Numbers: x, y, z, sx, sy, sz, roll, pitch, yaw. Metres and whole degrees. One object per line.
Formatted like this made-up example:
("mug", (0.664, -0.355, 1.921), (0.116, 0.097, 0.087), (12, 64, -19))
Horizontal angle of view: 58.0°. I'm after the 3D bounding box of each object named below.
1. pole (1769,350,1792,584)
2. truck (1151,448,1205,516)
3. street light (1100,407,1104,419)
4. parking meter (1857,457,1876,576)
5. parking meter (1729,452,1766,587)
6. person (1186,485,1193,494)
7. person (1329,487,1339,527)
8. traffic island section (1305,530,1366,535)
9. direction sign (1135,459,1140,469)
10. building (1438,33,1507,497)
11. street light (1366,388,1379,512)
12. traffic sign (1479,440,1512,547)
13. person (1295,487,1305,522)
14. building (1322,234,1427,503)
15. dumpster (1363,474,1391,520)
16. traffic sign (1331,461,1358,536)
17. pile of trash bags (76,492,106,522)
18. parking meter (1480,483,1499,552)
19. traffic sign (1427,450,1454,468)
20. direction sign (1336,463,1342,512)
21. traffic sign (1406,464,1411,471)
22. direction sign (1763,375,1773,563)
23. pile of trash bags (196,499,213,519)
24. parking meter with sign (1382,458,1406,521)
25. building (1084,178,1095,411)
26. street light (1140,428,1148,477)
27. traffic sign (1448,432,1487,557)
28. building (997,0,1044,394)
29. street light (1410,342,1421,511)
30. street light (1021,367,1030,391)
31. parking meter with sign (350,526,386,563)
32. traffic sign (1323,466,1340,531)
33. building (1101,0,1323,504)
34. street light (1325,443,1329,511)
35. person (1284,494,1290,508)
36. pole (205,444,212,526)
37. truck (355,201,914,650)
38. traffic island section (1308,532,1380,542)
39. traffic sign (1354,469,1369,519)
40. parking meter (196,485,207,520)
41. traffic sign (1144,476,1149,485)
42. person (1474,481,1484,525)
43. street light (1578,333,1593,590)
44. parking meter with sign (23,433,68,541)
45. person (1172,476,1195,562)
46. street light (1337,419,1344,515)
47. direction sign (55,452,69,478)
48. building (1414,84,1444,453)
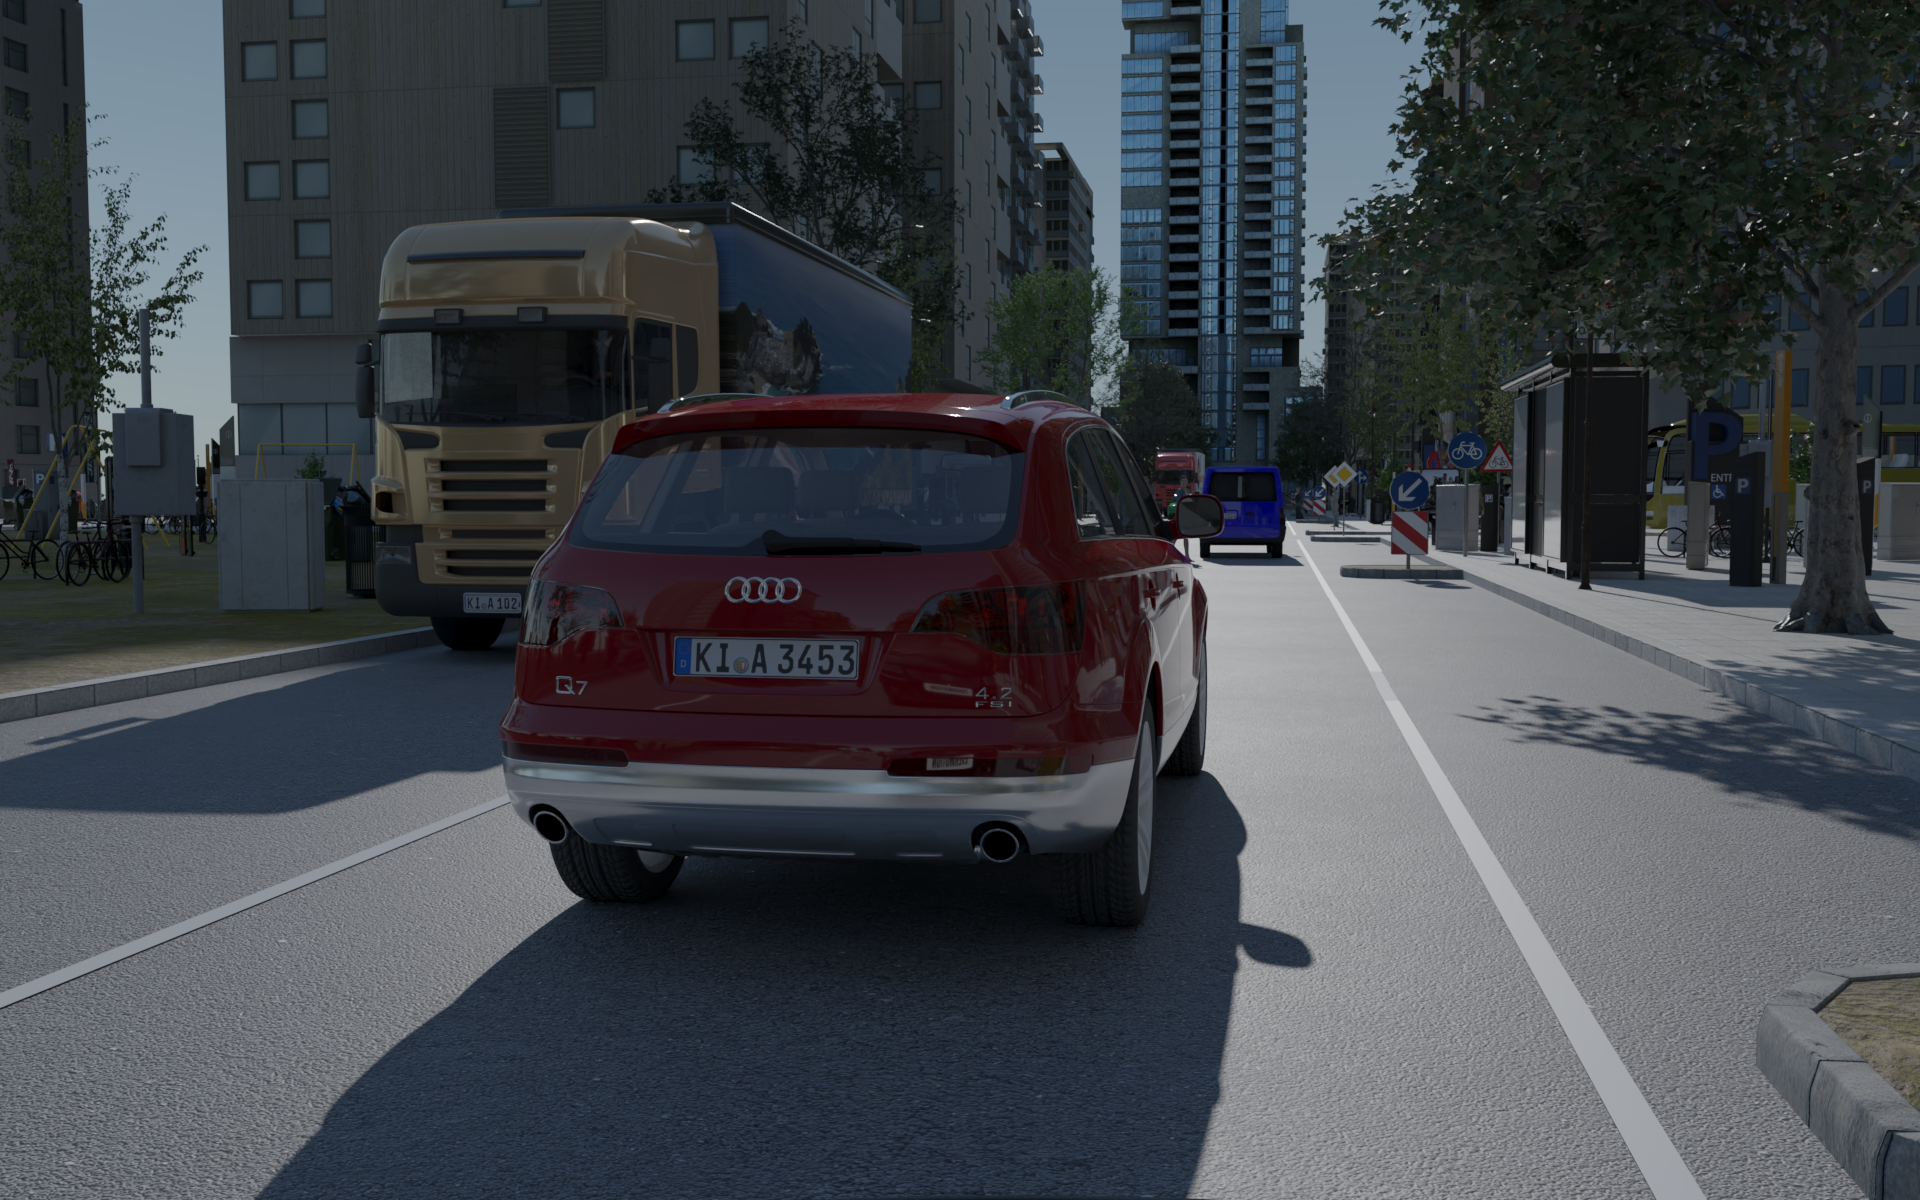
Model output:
("pole", (11.699, -1.886, 24.678), (0.158, 3.312, 0.155), (0, 3, 0))
("truck", (13.771, -7.314, 108.504), (2.839, 4.237, 11.283), (1, 4, 11))
("street light", (7.523, -7.272, 91.682), (0.468, 5.910, 1.993), (1, 4, 10))
("parking meter", (14.122, -1.315, 27.218), (0.399, 1.863, 0.255), (-1, 4, -20))
("parking meter", (10.905, -1.119, 24.015), (0.255, 1.863, 0.399), (-2, 4, -33))
("person", (9.254, -3.716, 69.604), (0.721, 1.781, 0.623), (-2, 4, -25))
("person", (16.289, -4.089, 75.532), (0.466, 1.800, 0.511), (-1, 4, -13))
("traffic island section", (13.143, -2.352, 60.732), (2.009, 0.180, 2.903), (1, 4, 10))
("direction sign", (11.413, -7.439, 113.627), (0.876, 3.537, 0.379), (3, 4, 38))
("building", (51.801, -31.090, 158.435), (14.600, 45.320, 14.200), (1, 4, 10))
("street light", (17.968, -6.281, 75.489), (0.468, 5.910, 1.993), (1, 4, 10))
("traffic sign", (12.965, -2.552, 41.730), (0.884, 2.594, 0.081), (1, 4, 16))
("person", (17.443, -4.900, 89.039), (0.534, 1.772, 0.576), (-1, 4, -16))
("building", (62.565, -33.525, 240.008), (23.993, 40.220, 32.217), (1, 4, 10))
("dumpster", (20.574, -5.035, 84.821), (1.502, 2.255, 1.985), (1, 4, 10))
("traffic sign", (11.705, -3.007, 52.799), (0.795, 2.450, 0.064), (1, 4, 10))
("pile of trash bags", (-40.386, -4.328, 80.513), (1.912, 1.369, 3.447), (0, 4, -2))
("parking meter", (11.831, -1.853, 38.701), (0.372, 1.533, 0.369), (0, 3, 0))
("traffic sign", (14.037, -3.090, 50.632), (0.768, 2.556, 0.104), (1, 4, 14))
("direction sign", (27.823, -8.242, 126.752), (0.379, 3.537, 0.876), (-2, 4, -33))
("traffic sign", (19.429, -4.585, 74.973), (0.884, 2.594, 0.081), (1, 4, 11))
("direction sign", (15.031, -2.458, 32.193), (0.379, 3.537, 0.876), (1, 4, 23))
("pile of trash bags", (-37.968, -4.774, 87.804), (3.447, 1.369, 1.912), (-3, 5, -41))
("parking meter with sign", (20.972, -5.286, 82.690), (0.543, 3.016, 1.738), (-2, 4, -31))
("building", (10.842, -36.077, 239.966), (14.200, 45.320, 14.600), (1, 4, 10))
("street light", (12.753, -9.036, 120.520), (0.468, 5.910, 1.993), (1, 4, 10))
("traffic sign", (10.349, -2.159, 35.399), (0.768, 2.556, 0.104), (1, 4, 17))
("building", (-4.590, -32.795, 155.802), (23.786, 49.044, 30.456), (1, 4, 10))
("street light", (13.547, -4.832, 51.796), (0.468, 5.910, 1.993), (1, 4, 10))
("street light", (2.411, -5.523, 63.092), (0.468, 5.910, 1.993), (1, 4, 10))
("parking meter with sign", (-10.579, -2.221, 32.570), (1.738, 3.016, 0.543), (-1, 4, -9))
("traffic sign", (13.118, -3.487, 60.659), (0.795, 2.450, 0.064), (1, 4, 10))
("building", (34.332, -56.642, 238.764), (31.000, 86.520, 22.319), (1, 4, 10))
("street light", (28.201, -9.795, 132.941), (0.468, 5.910, 1.993), (1, 4, 10))
("person", (34.300, -10.696, 183.477), (1.348, 1.812, 0.705), (0, 4, 5))
("pole", (-30.632, -4.694, 70.594), (0.158, 3.312, 0.155), (0, 3, 0))
("truck", (-2.922, -1.846, 19.095), (2.839, 4.237, 11.283), (1, 4, 11))
("traffic island section", (11.730, -1.871, 52.872), (2.009, 0.180, 2.903), (1, 4, 10))
("traffic sign", (20.399, -5.385, 88.145), (0.768, 2.556, 0.104), (1, 4, 17))
("parking meter", (-35.554, -4.623, 81.294), (0.255, 1.863, 0.399), (0, 4, 0))
("traffic sign", (12.948, -7.463, 122.125), (0.768, 2.556, 0.104), (1, 4, 17))
("person", (16.400, -2.853, 55.051), (0.656, 1.842, 0.836), (1, 4, 19))
("street light", (8.422, -3.081, 23.157), (0.468, 5.910, 1.993), (1, 4, 10))
("parking meter with sign", (-25.639, -3.196, 48.519), (0.543, 3.016, 1.738), (0, 4, -3))
("person", (4.689, -1.723, 36.694), (0.581, 1.822, 0.654), (-3, 5, -39))
("street light", (22.946, -8.054, 104.475), (0.468, 5.910, 1.993), (1, 4, 10))
("direction sign", (-43.362, -5.608, 83.683), (0.379, 3.537, 0.876), (0, 4, 8))
("building", (58.968, -32.104, 179.529), (22.147, 44.769, 28.867), (1, 4, 10))
